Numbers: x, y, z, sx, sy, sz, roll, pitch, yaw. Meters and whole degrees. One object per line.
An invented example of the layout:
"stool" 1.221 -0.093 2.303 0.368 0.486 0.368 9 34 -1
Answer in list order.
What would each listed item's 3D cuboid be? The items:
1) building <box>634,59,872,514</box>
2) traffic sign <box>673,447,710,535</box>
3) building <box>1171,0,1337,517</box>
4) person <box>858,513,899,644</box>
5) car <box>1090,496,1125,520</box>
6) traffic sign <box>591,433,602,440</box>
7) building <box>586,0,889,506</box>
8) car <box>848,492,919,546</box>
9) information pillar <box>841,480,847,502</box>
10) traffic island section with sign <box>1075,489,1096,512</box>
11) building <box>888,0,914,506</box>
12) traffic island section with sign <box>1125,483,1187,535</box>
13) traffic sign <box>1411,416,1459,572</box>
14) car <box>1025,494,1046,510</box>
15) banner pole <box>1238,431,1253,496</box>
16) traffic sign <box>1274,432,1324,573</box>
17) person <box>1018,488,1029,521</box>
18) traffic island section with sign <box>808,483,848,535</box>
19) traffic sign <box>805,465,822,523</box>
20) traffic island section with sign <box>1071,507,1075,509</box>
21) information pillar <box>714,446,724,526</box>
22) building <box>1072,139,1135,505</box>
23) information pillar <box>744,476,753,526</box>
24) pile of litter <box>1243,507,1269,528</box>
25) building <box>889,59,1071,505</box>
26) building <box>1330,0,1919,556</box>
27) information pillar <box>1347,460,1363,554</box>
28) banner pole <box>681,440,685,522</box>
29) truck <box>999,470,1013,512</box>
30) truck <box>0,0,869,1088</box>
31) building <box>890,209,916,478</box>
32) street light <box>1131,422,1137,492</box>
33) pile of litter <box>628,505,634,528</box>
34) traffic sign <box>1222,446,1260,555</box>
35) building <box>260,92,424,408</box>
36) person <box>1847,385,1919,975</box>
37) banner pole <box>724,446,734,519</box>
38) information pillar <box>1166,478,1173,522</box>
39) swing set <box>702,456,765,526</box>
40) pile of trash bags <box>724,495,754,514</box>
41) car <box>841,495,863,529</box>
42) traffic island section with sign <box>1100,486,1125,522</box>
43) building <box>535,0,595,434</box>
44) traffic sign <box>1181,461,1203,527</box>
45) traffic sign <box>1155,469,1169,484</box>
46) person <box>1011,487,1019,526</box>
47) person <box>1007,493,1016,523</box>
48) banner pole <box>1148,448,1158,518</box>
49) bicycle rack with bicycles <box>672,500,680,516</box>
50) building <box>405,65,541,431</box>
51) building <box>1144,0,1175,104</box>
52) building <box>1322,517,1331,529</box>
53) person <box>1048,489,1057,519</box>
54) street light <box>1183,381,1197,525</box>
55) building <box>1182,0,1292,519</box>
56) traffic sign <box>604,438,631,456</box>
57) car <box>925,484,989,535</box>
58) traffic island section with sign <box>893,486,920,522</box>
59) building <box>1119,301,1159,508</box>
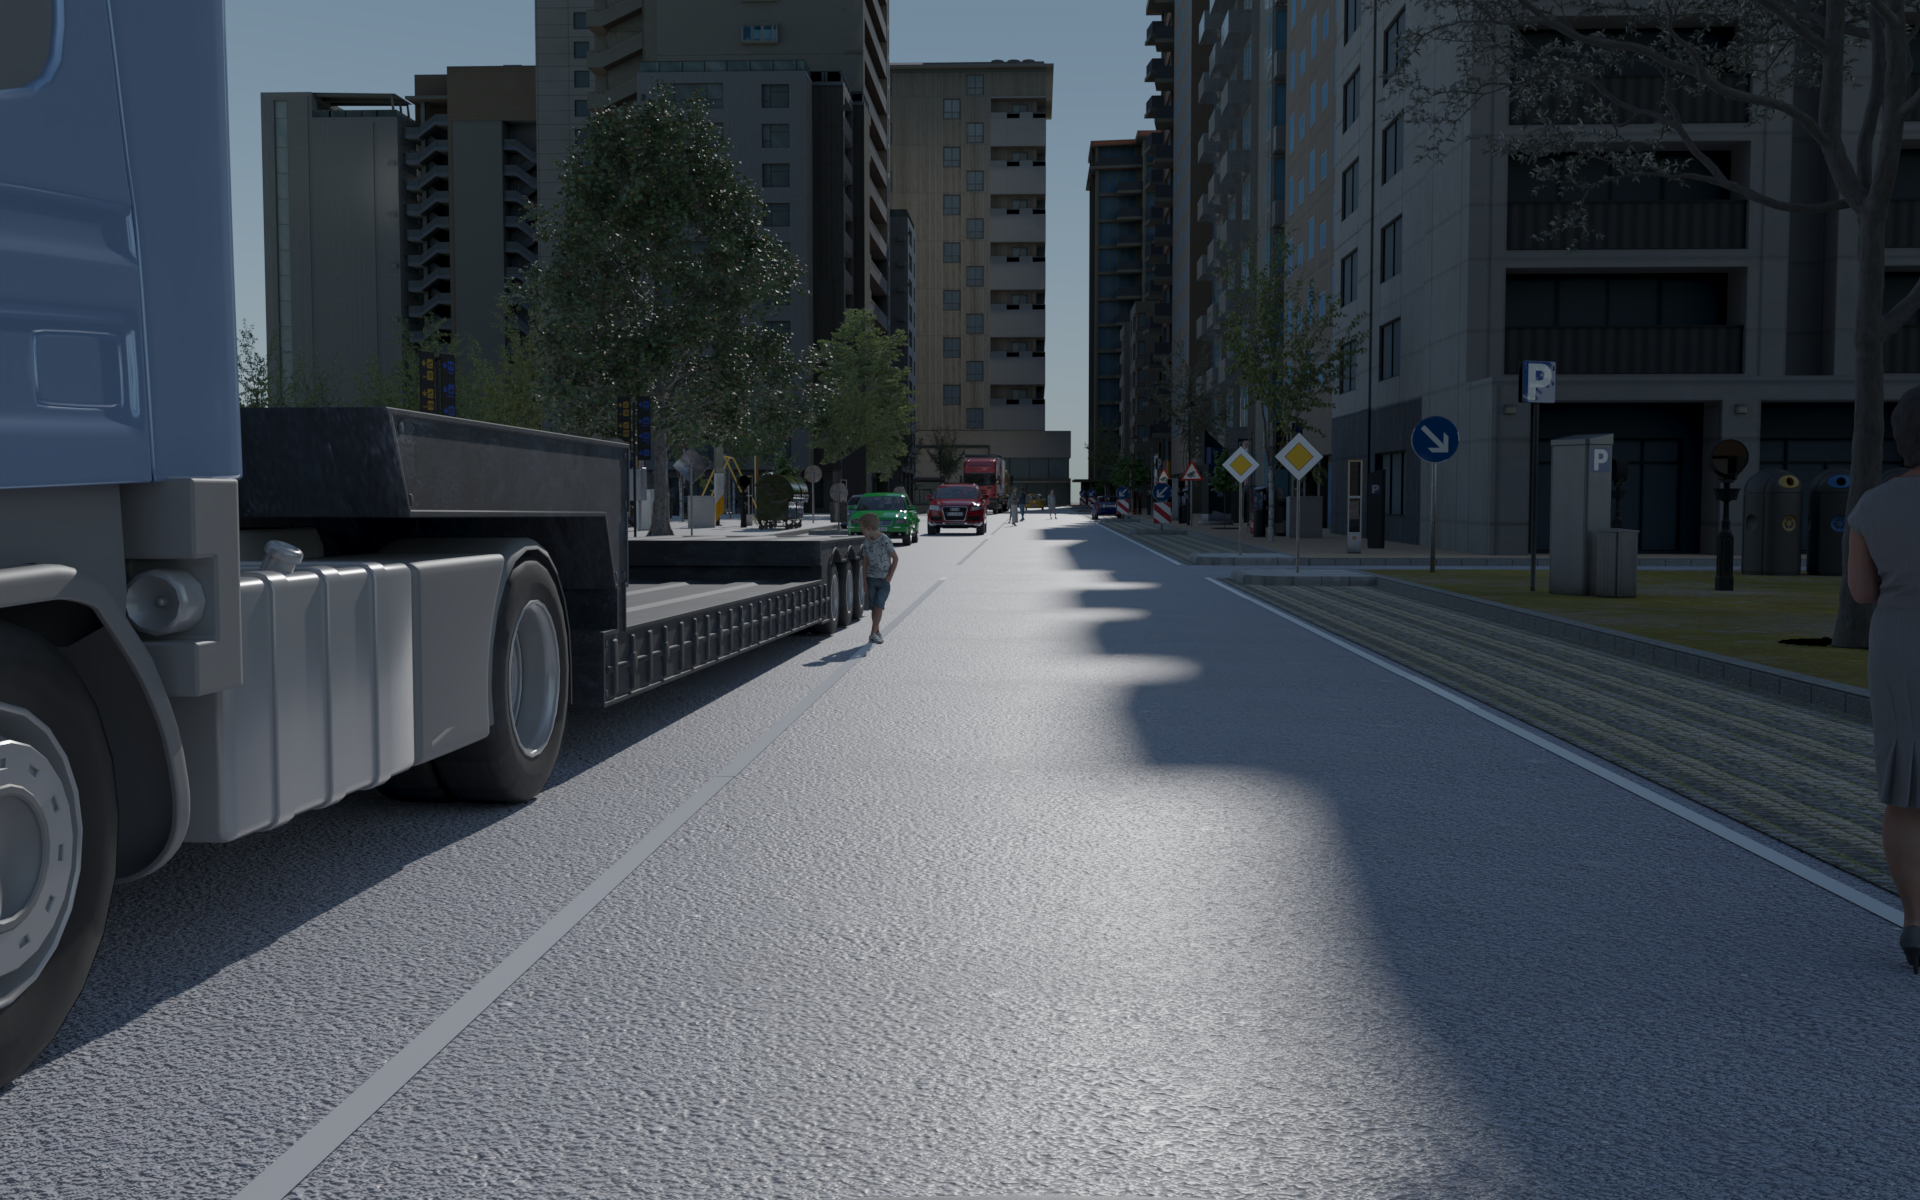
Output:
"building" -13.754 -21.250 119.131 14.160 30.474 14.107 0 4 3
"traffic sign" -5.681 -2.020 36.671 0.795 2.450 0.064 0 4 3
"building" 22.062 -28.641 118.390 14.600 45.320 14.200 0 4 3
"person" -0.791 -0.214 16.688 0.352 1.250 0.332 -2 4 -29
"car" 8.385 -5.236 98.194 1.945 1.354 3.894 0 4 2
"traffic sign" -6.033 -1.532 28.694 0.795 2.450 0.064 0 4 3
"building" -17.158 -31.368 136.567 21.300 48.544 21.600 0 4 3
"car" -2.169 -2.494 49.575 1.959 1.807 4.718 0 4 2
"information pillar" -5.945 -5.150 88.702 0.304 2.012 0.304 0 4 -4
"traffic island section with sign" 10.396 -7.931 138.293 1.989 1.847 2.006 0 4 3
"building" -14.754 -43.981 157.348 20.563 71.187 20.611 0 4 3
"traffic island section with sign" 6.999 -3.228 61.403 1.989 1.847 2.006 0 4 3
"traffic sign" 7.754 -1.727 28.341 0.768 2.556 0.104 0 4 5
"car" 6.613 -8.783 153.820 2.015 1.641 3.980 0 4 2
"banner pole" 11.380 -4.823 68.876 0.863 3.779 0.401 -1 4 -22
"traffic sign" 5.499 -1.500 28.166 0.795 2.450 0.064 0 4 3
"person" 3.305 -5.074 91.804 0.721 1.781 0.623 3 4 36
"traffic island section with sign" -4.283 -3.234 61.510 1.989 1.847 2.006 0 4 3
"traffic sign" -6.452 -4.645 76.055 0.768 2.556 0.104 0 4 7
"traffic island section with sign" 11.582 -9.585 165.348 1.989 1.847 2.006 0 4 3
"information pillar" -9.664 -4.773 69.386 0.183 3.616 0.504 2 4 35
"building" 28.005 -33.807 207.363 28.867 44.769 22.147 0 4 3
"information pillar" -8.555 -3.991 69.743 0.304 2.012 0.304 1 4 22
"pile of litter" 11.441 -3.222 66.646 1.176 0.858 1.719 2 4 32
"building" -0.330 -38.081 211.866 27.495 52.752 28.713 0 4 3
"building" 21.803 -37.034 43.758 20.611 71.187 20.563 0 4 3
"information pillar" 8.530 -2.015 37.436 0.304 2.012 0.304 1 4 11
"banner pole" -12.594 -5.437 78.914 0.401 3.779 0.863 0 4 3
"truck" 2.676 -8.884 141.169 3.469 3.379 9.791 0 4 3
"truck" -2.930 -1.304 11.085 2.967 4.110 18.799 0 4 4
"building" -11.682 -24.835 177.748 14.107 30.474 14.160 0 4 3
"street light" 11.138 -8.430 110.615 0.468 5.910 1.993 0 4 3
"pile of litter" -12.885 -3.211 66.469 1.176 0.858 1.719 2 4 32
"traffic sign" 5.851 -1.988 36.144 0.795 2.450 0.064 0 4 3
"building" -62.224 -30.327 179.438 14.086 41.232 14.154 0 4 3
"person" 3.060 0.225 5.175 0.532 1.782 0.716 -3 5 -45
"banner pole" -12.144 -6.112 89.944 0.863 3.779 0.401 -3 4 -38
"information pillar" 9.747 -4.659 80.672 0.304 2.012 0.304 0 4 0
"swing set" -9.658 -4.546 71.955 2.862 2.851 3.119 0 4 0
"pile of trash bags" -14.720 -6.178 110.769 3.447 1.369 1.912 2 4 25
"car" -3.985 -3.756 73.410 2.014 1.417 4.499 0 4 3
"traffic island section with sign" 8.218 -4.914 88.971 1.989 1.847 2.006 0 4 3
"building" -29.418 -44.979 173.652 20.611 71.187 20.563 0 4 3
"traffic sign" 9.019 -4.123 67.411 0.884 2.594 0.081 0 4 8
"traffic sign" 10.380 -5.398 88.257 0.884 2.594 0.081 0 4 6
"person" 2.476 -4.188 77.522 0.362 1.759 0.519 1 4 12
"person" 2.593 -4.586 86.073 0.503 1.515 0.523 0 4 -7
"banner pole" 10.518 -6.344 93.738 0.401 3.779 0.863 -2 4 -24
"bicycle rack with bicycles" -15.894 -5.377 101.292 2.925 0.926 2.852 -2 4 -34
"building" -47.492 -32.337 178.823 14.200 45.320 14.600 0 4 3
"building" 26.257 -29.675 139.813 22.147 44.769 28.867 0 4 3
"building" 20.202 -25.352 64.622 14.600 45.320 14.200 0 4 3
"person" 5.228 -5.442 98.486 0.512 1.701 0.522 -2 4 -26
"street light" 9.353 -5.988 70.685 0.468 5.910 1.993 0 4 3
"building" 24.923 -29.052 94.601 23.786 49.044 30.456 0 4 3
"traffic sign" -7.818 -2.385 39.109 0.768 2.556 0.104 0 4 3
"car" -0.075 -3.286 62.401 2.281 1.827 5.304 0 4 2
"traffic island section with sign" -3.065 -4.923 89.114 1.989 1.847 2.006 0 4 3
"building" 30.155 -19.827 169.209 27.650 21.520 28.899 0 4 3
